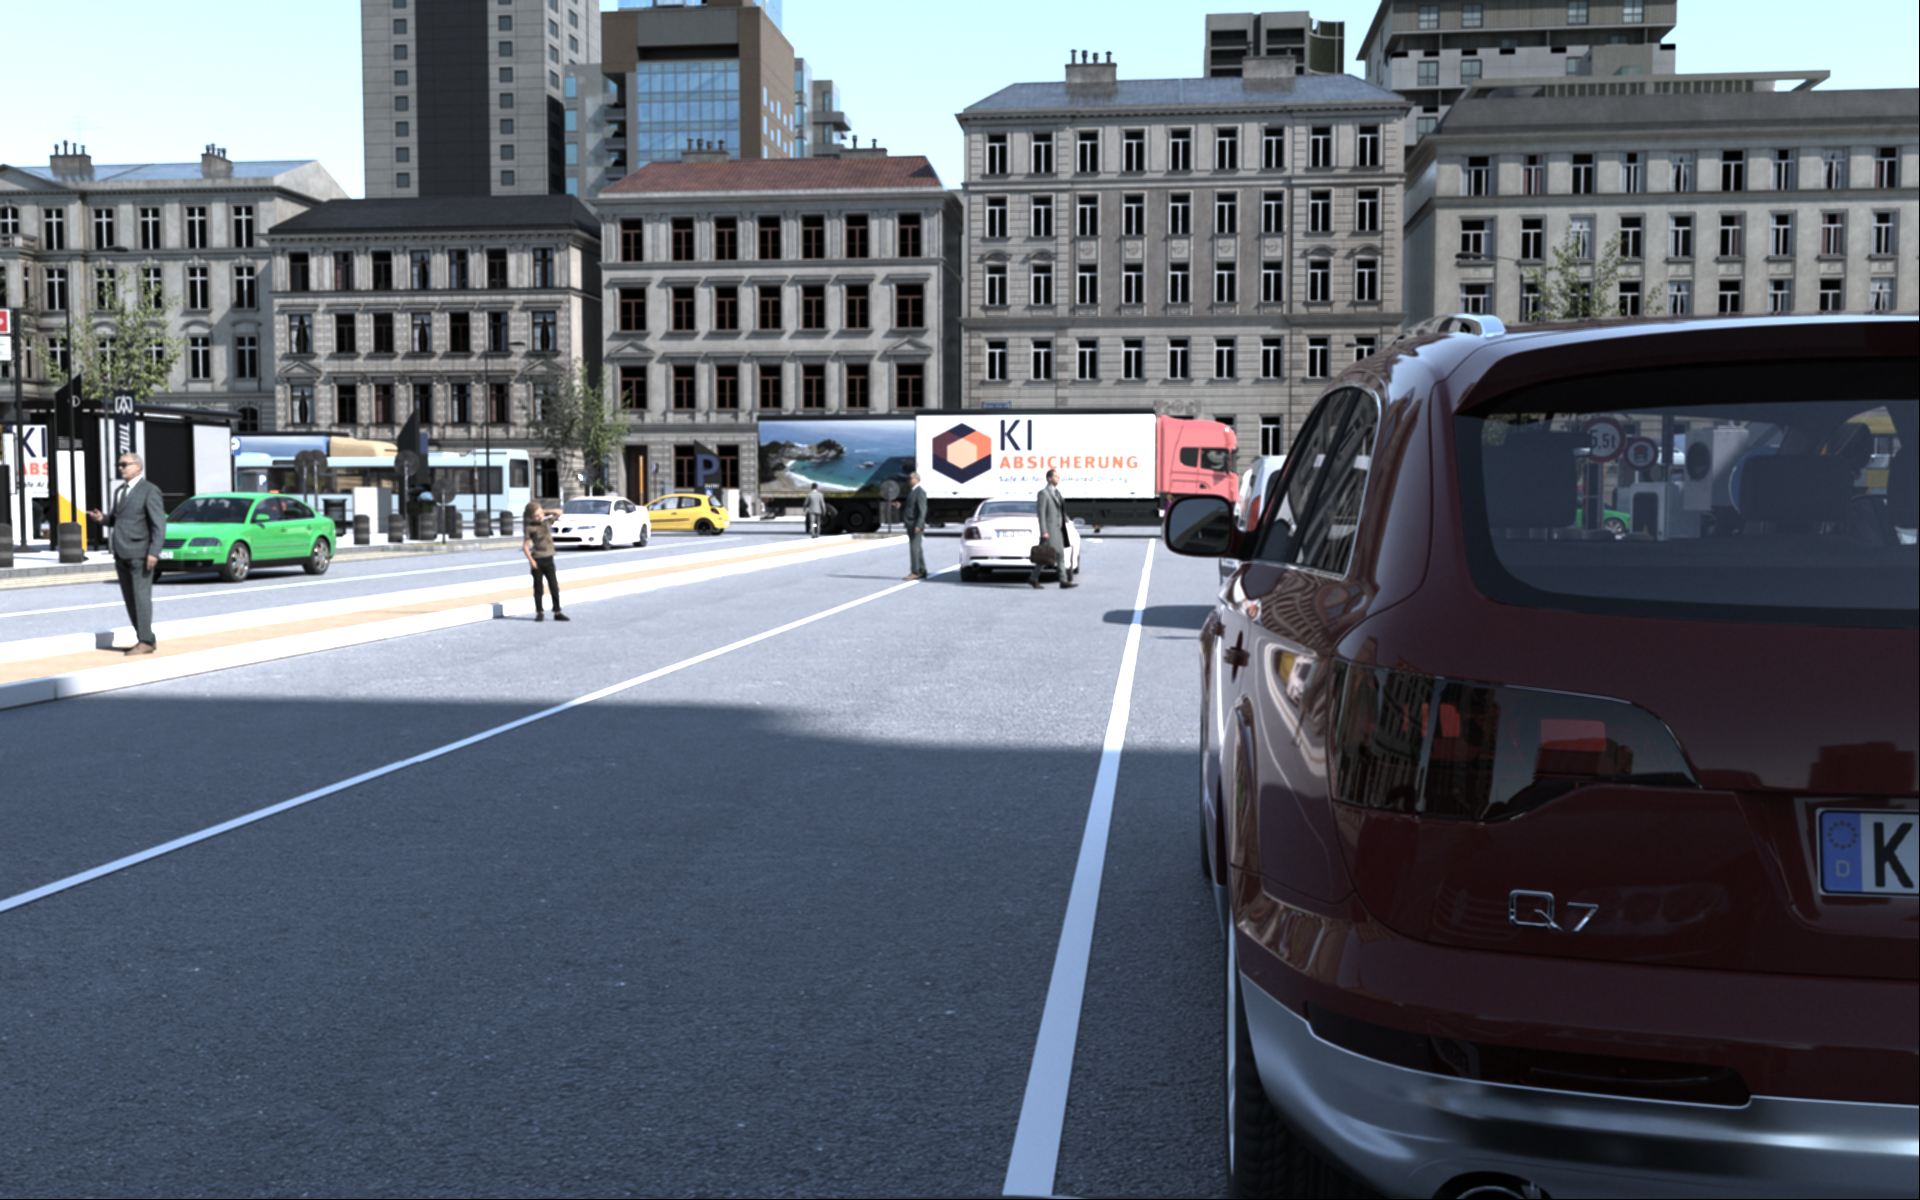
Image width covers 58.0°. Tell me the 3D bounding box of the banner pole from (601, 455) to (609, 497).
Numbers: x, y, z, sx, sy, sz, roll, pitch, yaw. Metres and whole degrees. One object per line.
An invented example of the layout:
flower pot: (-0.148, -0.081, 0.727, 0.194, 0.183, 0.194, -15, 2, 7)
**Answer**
banner pole: (-20.105, -6.598, 97.897, 0.863, 3.779, 0.401, 3, 4, 37)

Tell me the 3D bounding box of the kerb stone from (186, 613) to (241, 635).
kerb stone: (-7.787, 0.266, 17.908, 0.120, 0.150, 1.000, 0, 4, 7)

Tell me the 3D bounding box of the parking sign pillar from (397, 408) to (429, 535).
parking sign pillar: (-17.415, -4.077, 55.138, 1.447, 3.967, 1.447, -3, 5, -43)

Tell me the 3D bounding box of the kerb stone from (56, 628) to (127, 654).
kerb stone: (-8.011, 0.390, 15.867, 0.120, 0.150, 1.000, 0, 4, 7)

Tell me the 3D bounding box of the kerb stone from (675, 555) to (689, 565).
kerb stone: (-5.760, -0.797, 35.277, 0.120, 0.150, 1.000, 0, 4, 7)

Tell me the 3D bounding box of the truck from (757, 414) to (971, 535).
truck: (-1.444, -4.444, 61.567, 11.283, 4.237, 2.839, 0, 4, 8)

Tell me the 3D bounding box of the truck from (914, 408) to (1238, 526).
truck: (4.219, -4.199, 57.573, 11.283, 4.237, 2.839, 0, 4, 7)

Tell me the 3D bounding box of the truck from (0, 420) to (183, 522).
truck: (-35.731, -4.739, 66.395, 11.283, 4.237, 2.839, 0, 4, 6)

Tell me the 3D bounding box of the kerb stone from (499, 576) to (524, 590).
kerb stone: (-6.840, -0.238, 26.080, 0.120, 0.150, 1.000, 0, 4, 7)

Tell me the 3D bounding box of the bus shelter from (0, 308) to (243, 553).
bus shelter: (-19.856, -3.813, 39.975, 2.179, 5.291, 8.768, 0, 4, 7)

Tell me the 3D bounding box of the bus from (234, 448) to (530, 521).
bus: (-25.015, -4.796, 73.281, 13.247, 3.499, 2.948, 0, 4, 7)

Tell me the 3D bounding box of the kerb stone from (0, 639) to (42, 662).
kerb stone: (-8.144, 0.450, 14.843, 0.120, 0.150, 1.000, 0, 4, 7)

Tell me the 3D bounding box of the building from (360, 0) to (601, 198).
building: (-52.927, -46.323, 195.630, 20.611, 71.187, 20.563, 0, 4, 7)

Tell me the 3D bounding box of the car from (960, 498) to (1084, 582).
car: (1.077, -1.065, 29.777, 2.083, 1.381, 4.827, 0, 4, 6)

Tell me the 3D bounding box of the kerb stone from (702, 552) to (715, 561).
kerb stone: (-5.525, -0.925, 37.318, 0.120, 0.150, 1.000, 0, 4, 7)

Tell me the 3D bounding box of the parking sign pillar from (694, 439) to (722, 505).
parking sign pillar: (-12.377, -5.909, 85.076, 1.447, 3.967, 1.447, -1, 4, -18)

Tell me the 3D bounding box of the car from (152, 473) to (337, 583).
car: (-12.341, -1.263, 29.441, 1.959, 1.807, 4.718, 0, 4, 6)

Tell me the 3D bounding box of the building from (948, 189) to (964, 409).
building: (-9.029, -39.673, 268.253, 30.456, 49.044, 23.786, 0, 4, 7)

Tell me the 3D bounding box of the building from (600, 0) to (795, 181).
building: (-23.276, -31.092, 158.458, 14.600, 45.320, 14.200, 0, 4, 7)

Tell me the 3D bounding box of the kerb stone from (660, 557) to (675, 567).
kerb stone: (-5.887, -0.738, 34.257, 0.120, 0.150, 1.000, 0, 4, 7)

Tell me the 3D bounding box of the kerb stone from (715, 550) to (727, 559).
kerb stone: (-5.407, -0.986, 38.338, 0.120, 0.150, 1.000, 0, 4, 7)

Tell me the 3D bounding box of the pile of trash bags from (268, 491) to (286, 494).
pile of trash bags: (-53.374, -7.699, 135.629, 1.912, 1.369, 3.447, 1, 4, 18)

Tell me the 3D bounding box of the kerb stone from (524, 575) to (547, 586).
kerb stone: (-6.716, -0.300, 27.103, 0.120, 0.150, 1.000, 0, 4, 7)

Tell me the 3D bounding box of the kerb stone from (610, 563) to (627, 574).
kerb stone: (-6.246, -0.548, 31.189, 0.120, 0.150, 1.000, 0, 4, 7)

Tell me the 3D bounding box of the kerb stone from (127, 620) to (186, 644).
kerb stone: (-7.907, 0.325, 16.889, 0.120, 0.150, 1.000, 0, 4, 7)

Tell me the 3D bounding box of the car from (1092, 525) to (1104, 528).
car: (4.516, -3.913, 73.768, 4.222, 1.686, 2.009, 0, 4, 5)

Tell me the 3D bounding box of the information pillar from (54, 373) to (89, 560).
information pillar: (-17.122, -2.569, 33.361, 0.504, 3.616, 0.183, -3, 5, -40)

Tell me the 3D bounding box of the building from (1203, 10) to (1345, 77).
building: (46.786, -50.278, 260.297, 20.611, 71.187, 20.563, 0, 4, 7)

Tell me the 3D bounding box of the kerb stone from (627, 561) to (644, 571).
kerb stone: (-6.129, -0.612, 32.209, 0.120, 0.150, 1.000, 0, 4, 7)

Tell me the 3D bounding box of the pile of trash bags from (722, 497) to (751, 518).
pile of trash bags: (-12.801, -5.115, 93.387, 1.912, 1.369, 3.447, -3, 5, -39)

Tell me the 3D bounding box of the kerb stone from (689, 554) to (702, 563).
kerb stone: (-5.647, -0.861, 36.297, 0.120, 0.150, 1.000, 0, 4, 7)

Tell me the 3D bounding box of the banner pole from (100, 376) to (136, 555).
banner pole: (-17.872, -2.860, 36.780, 0.863, 3.779, 0.401, 0, 4, 2)

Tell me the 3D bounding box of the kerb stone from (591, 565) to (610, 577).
kerb stone: (-6.363, -0.486, 30.163, 0.120, 0.150, 1.000, 0, 4, 7)

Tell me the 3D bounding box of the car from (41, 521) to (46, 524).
car: (-43.183, -4.412, 84.500, 4.827, 1.381, 2.083, 0, 4, 5)

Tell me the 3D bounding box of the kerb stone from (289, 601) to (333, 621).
kerb stone: (-7.544, 0.138, 19.946, 0.120, 0.150, 1.000, 0, 4, 7)

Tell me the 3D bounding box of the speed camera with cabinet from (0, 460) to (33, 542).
speed camera with cabinet: (-25.791, -3.218, 46.948, 0.660, 3.252, 2.038, -3, 5, -44)

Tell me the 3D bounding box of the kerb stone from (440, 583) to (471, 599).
kerb stone: (-7.071, -0.111, 24.035, 0.120, 0.150, 1.000, 0, 4, 7)

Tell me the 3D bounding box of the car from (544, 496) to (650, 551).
car: (-9.609, -2.026, 45.480, 2.083, 1.381, 4.827, 1, 4, 9)

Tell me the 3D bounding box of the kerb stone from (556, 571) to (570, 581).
kerb stone: (-6.608, -0.363, 28.126, 0.120, 0.150, 1.000, 0, 4, 7)

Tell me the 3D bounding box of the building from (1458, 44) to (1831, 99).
building: (56.091, -28.297, 154.529, 32.217, 40.220, 23.993, 0, 4, 7)

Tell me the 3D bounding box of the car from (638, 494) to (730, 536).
car: (-10.036, -3.053, 60.148, 3.980, 1.641, 2.015, 0, 4, 7)

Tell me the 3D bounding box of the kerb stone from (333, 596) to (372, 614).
kerb stone: (-7.435, 0.080, 20.966, 0.120, 0.150, 1.000, 0, 4, 7)

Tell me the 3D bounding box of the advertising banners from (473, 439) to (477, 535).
advertising banners: (-15.171, -3.548, 54.194, 0.090, 3.025, 2.074, -1, 4, -14)

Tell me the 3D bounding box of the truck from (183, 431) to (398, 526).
truck: (-30.341, -5.478, 78.479, 11.283, 4.237, 2.839, 0, 4, 6)

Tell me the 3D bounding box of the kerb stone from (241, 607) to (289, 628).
kerb stone: (-7.665, 0.200, 18.927, 0.120, 0.150, 1.000, 0, 4, 7)

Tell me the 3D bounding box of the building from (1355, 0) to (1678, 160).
building: (56.894, -36.127, 179.922, 28.713, 52.752, 27.495, 0, 4, 7)

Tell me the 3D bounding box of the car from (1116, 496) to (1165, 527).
car: (8.648, -3.955, 77.034, 4.827, 1.381, 2.083, 1, 4, 8)

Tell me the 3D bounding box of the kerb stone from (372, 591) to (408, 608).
kerb stone: (-7.312, 0.016, 21.988, 0.120, 0.150, 1.000, 0, 4, 7)

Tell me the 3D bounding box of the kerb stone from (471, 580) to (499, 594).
kerb stone: (-6.951, -0.175, 25.057, 0.120, 0.150, 1.000, 0, 4, 7)

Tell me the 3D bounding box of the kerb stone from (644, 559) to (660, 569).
kerb stone: (-6.008, -0.670, 33.239, 0.120, 0.150, 1.000, 0, 4, 7)

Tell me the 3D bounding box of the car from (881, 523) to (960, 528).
car: (-2.396, -3.751, 73.686, 4.827, 1.381, 2.083, 0, 4, 7)

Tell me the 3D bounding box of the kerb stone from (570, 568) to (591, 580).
kerb stone: (-6.482, -0.425, 29.144, 0.120, 0.150, 1.000, 0, 4, 7)

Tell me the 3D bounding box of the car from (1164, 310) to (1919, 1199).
car: (1.702, 0.240, 4.743, 2.281, 1.827, 5.304, 0, 4, 7)

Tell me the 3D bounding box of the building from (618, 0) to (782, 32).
building: (-40.013, -58.603, 270.834, 31.000, 86.520, 22.319, 0, 4, 7)

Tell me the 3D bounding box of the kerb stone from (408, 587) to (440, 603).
kerb stone: (-7.201, -0.049, 23.007, 0.120, 0.150, 1.000, 0, 4, 7)
